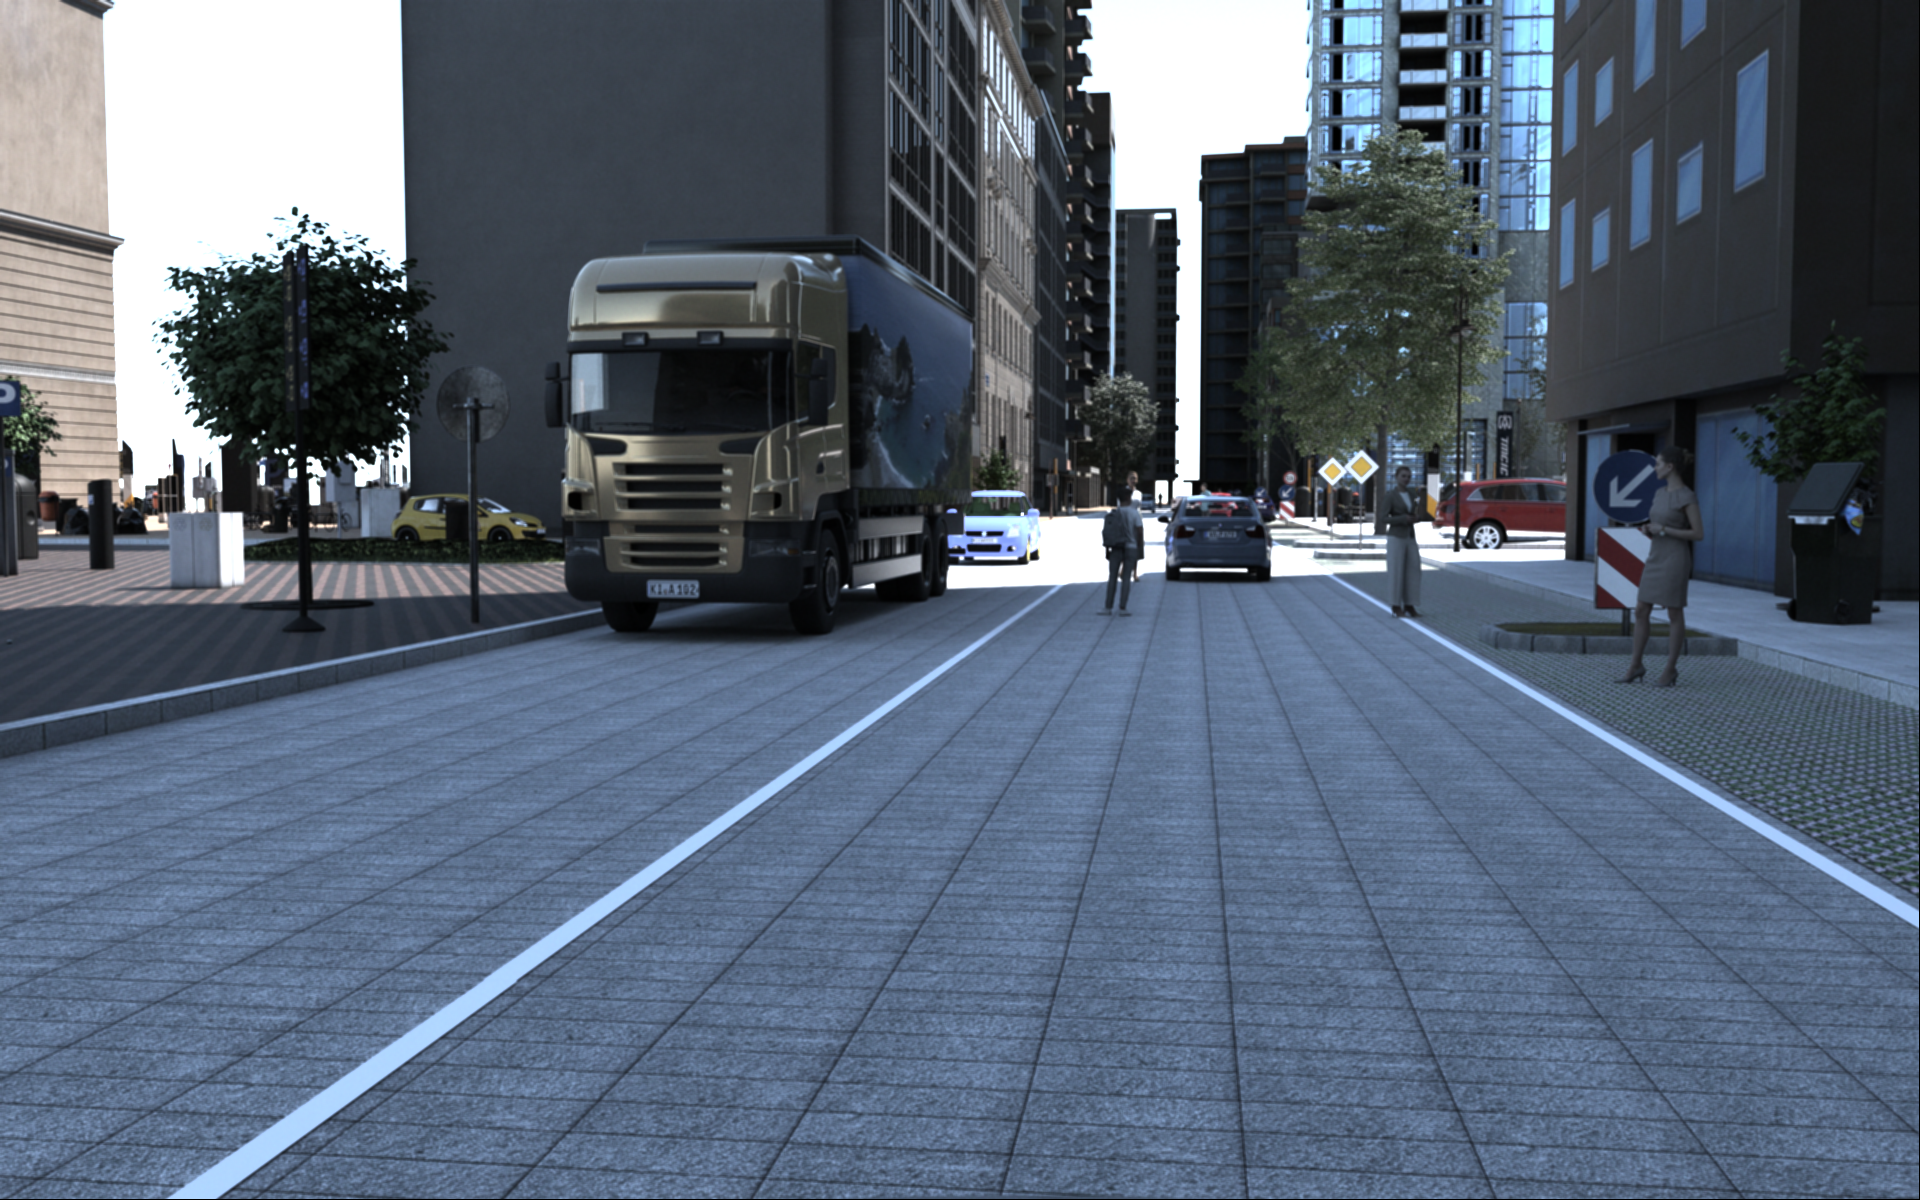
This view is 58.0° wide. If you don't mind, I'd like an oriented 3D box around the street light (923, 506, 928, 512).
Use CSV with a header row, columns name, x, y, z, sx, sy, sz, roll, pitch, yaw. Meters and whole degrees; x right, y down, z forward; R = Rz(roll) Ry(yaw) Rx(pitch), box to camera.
name,x,y,z,sx,sy,sz,roll,pitch,yaw
street light,-0.978,-4.634,48.560,0.468,5.910,1.993,0,4,8

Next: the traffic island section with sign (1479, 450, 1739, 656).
name,x,y,z,sx,sy,sz,roll,pitch,yaw
traffic island section with sign,5.998,-0.469,16.292,1.989,1.847,2.006,0,4,8

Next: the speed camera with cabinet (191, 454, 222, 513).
name,x,y,z,sx,sy,sz,roll,pitch,yaw
speed camera with cabinet,-37.221,-5.633,86.428,2.038,3.252,0.660,-2,4,-30

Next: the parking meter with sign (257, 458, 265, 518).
name,x,y,z,sx,sy,sz,roll,pitch,yaw
parking meter with sign,-30.232,-4.715,73.358,1.738,3.016,0.543,2,4,27

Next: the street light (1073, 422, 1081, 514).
name,x,y,z,sx,sy,sz,roll,pitch,yaw
street light,7.512,-8.506,111.856,0.468,5.910,1.993,0,4,8

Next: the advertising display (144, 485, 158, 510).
name,x,y,z,sx,sy,sz,roll,pitch,yaw
advertising display,-54.800,-6.864,117.434,0.974,1.923,0.123,0,4,8

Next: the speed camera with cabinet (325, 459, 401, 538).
name,x,y,z,sx,sy,sz,roll,pitch,yaw
speed camera with cabinet,-17.300,-3.416,50.194,0.660,3.252,2.038,3,5,44

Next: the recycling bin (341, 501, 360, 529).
name,x,y,z,sx,sy,sz,roll,pitch,yaw
recycling bin,-22.850,-3.197,64.818,0.722,1.027,0.722,-1,4,-17

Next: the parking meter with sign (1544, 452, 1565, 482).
name,x,y,z,sx,sy,sz,roll,pitch,yaw
parking meter with sign,24.531,-4.609,71.619,1.738,3.016,0.543,-2,4,-28

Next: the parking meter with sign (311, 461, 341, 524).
name,x,y,z,sx,sy,sz,roll,pitch,yaw
parking meter with sign,-26.741,-4.719,73.415,1.738,3.016,0.543,1,4,21

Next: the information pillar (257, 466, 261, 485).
name,x,y,z,sx,sy,sz,roll,pitch,yaw
information pillar,-36.459,-6.031,89.964,0.183,3.616,0.504,0,4,5

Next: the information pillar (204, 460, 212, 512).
name,x,y,z,sx,sy,sz,roll,pitch,yaw
information pillar,-51.539,-7.797,118.835,0.504,3.616,0.183,0,4,-2

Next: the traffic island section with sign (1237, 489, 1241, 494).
name,x,y,z,sx,sy,sz,roll,pitch,yaw
traffic island section with sign,16.941,-5.490,98.384,1.989,1.847,2.006,0,4,8

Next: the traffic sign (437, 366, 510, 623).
name,x,y,z,sx,sy,sz,roll,pitch,yaw
traffic sign,-4.840,-1.046,17.209,0.768,2.556,0.104,1,4,9

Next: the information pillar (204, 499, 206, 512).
name,x,y,z,sx,sy,sz,roll,pitch,yaw
information pillar,-52.361,-7.083,120.299,0.304,2.012,0.304,-2,4,-30

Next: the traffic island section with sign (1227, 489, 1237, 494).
name,x,y,z,sx,sy,sz,roll,pitch,yaw
traffic island section with sign,27.107,-10.153,174.624,1.989,1.847,2.006,0,4,8

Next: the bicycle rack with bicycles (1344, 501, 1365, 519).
name,x,y,z,sx,sy,sz,roll,pitch,yaw
bicycle rack with bicycles,20.867,-4.621,88.934,2.925,0.926,2.852,-1,4,-17

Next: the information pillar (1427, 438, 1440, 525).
name,x,y,z,sx,sy,sz,roll,pitch,yaw
information pillar,19.505,-4.889,71.295,0.504,3.616,0.183,2,4,33

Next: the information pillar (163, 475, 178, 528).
name,x,y,z,sx,sy,sz,roll,pitch,yaw
information pillar,-29.984,-3.757,65.925,0.304,2.012,0.304,3,4,38

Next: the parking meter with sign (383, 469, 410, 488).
name,x,y,z,sx,sy,sz,roll,pitch,yaw
parking meter with sign,-38.470,-7.434,117.802,1.738,3.016,0.543,1,4,18

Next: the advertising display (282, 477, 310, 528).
name,x,y,z,sx,sy,sz,roll,pitch,yaw
advertising display,-25.273,-3.716,65.970,0.974,1.923,0.123,-1,4,-9

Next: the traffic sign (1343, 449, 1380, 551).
name,x,y,z,sx,sy,sz,roll,pitch,yaw
traffic sign,8.969,-2.147,38.747,0.795,2.450,0.064,0,4,8

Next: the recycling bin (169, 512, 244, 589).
name,x,y,z,sx,sy,sz,roll,pitch,yaw
recycling bin,-10.361,-0.690,23.830,0.722,1.027,0.722,0,4,4

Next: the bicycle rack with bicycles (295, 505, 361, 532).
name,x,y,z,sx,sy,sz,roll,pitch,yaw
bicycle rack with bicycles,-20.712,-2.824,59.553,2.852,0.926,2.925,0,4,5

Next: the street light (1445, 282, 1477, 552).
name,x,y,z,sx,sy,sz,roll,pitch,yaw
street light,10.947,-3.988,37.990,0.468,5.910,1.993,0,4,8

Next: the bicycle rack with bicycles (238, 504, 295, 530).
name,x,y,z,sx,sy,sz,roll,pitch,yaw
bicycle rack with bicycles,-24.844,-2.978,62.075,2.925,0.926,2.852,0,4,-7

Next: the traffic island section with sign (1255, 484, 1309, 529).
name,x,y,z,sx,sy,sz,roll,pitch,yaw
traffic island section with sign,13.379,-3.855,71.664,1.989,1.847,2.006,0,4,8

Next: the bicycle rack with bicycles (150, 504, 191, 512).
name,x,y,z,sx,sy,sz,roll,pitch,yaw
bicycle rack with bicycles,-50.880,-6.003,111.537,2.925,0.926,2.852,0,4,7

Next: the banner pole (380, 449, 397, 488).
name,x,y,z,sx,sy,sz,roll,pitch,yaw
banner pole,-25.310,-5.271,76.191,0.401,3.779,0.863,1,4,19

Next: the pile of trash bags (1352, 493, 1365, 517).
name,x,y,z,sx,sy,sz,roll,pitch,yaw
pile of trash bags,22.875,-5.397,97.992,1.912,1.369,3.447,-1,4,-11

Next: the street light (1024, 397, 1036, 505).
name,x,y,z,sx,sy,sz,roll,pitch,yaw
street light,3.265,-6.614,80.934,0.468,5.910,1.993,0,4,8

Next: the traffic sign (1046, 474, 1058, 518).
name,x,y,z,sx,sy,sz,roll,pitch,yaw
traffic sign,4.696,-5.277,88.403,0.606,2.300,0.079,1,4,17

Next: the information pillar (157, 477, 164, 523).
name,x,y,z,sx,sy,sz,roll,pitch,yaw
information pillar,-34.901,-4.363,75.825,0.304,2.012,0.304,1,4,11

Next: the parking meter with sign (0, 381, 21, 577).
name,x,y,z,sx,sy,sz,roll,pitch,yaw
parking meter with sign,-15.168,-1.904,27.393,0.543,3.016,1.738,-2,4,-31

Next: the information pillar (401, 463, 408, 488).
name,x,y,z,sx,sy,sz,roll,pitch,yaw
information pillar,-41.391,-8.425,129.107,0.504,3.616,0.183,1,4,9

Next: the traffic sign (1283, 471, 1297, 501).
name,x,y,z,sx,sy,sz,roll,pitch,yaw
traffic sign,18.403,-5.902,96.596,0.768,2.556,0.104,1,4,12

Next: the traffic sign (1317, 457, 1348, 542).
name,x,y,z,sx,sy,sz,roll,pitch,yaw
traffic sign,10.024,-2.631,46.662,0.795,2.450,0.064,0,4,8

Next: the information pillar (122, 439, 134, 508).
name,x,y,z,sx,sy,sz,roll,pitch,yaw
information pillar,-35.314,-5.023,73.475,0.504,3.616,0.183,1,4,19

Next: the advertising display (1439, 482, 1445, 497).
name,x,y,z,sx,sy,sz,roll,pitch,yaw
advertising display,26.280,-5.537,95.742,0.974,1.923,0.123,1,4,15

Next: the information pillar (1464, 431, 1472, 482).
name,x,y,z,sx,sy,sz,roll,pitch,yaw
information pillar,18.942,-4.483,64.656,0.183,3.616,0.504,3,5,44

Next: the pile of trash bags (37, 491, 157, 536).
name,x,y,z,sx,sy,sz,roll,pitch,yaw
pile of trash bags,-27.300,-2.717,54.170,1.912,1.369,3.447,1,4,19

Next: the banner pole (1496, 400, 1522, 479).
name,x,y,z,sx,sy,sz,roll,pitch,yaw
banner pole,14.609,-3.426,46.026,0.863,3.779,0.401,-1,4,-9

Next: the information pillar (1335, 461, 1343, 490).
name,x,y,z,sx,sy,sz,roll,pitch,yaw
information pillar,25.327,-7.615,115.861,0.504,3.616,0.183,3,4,36
